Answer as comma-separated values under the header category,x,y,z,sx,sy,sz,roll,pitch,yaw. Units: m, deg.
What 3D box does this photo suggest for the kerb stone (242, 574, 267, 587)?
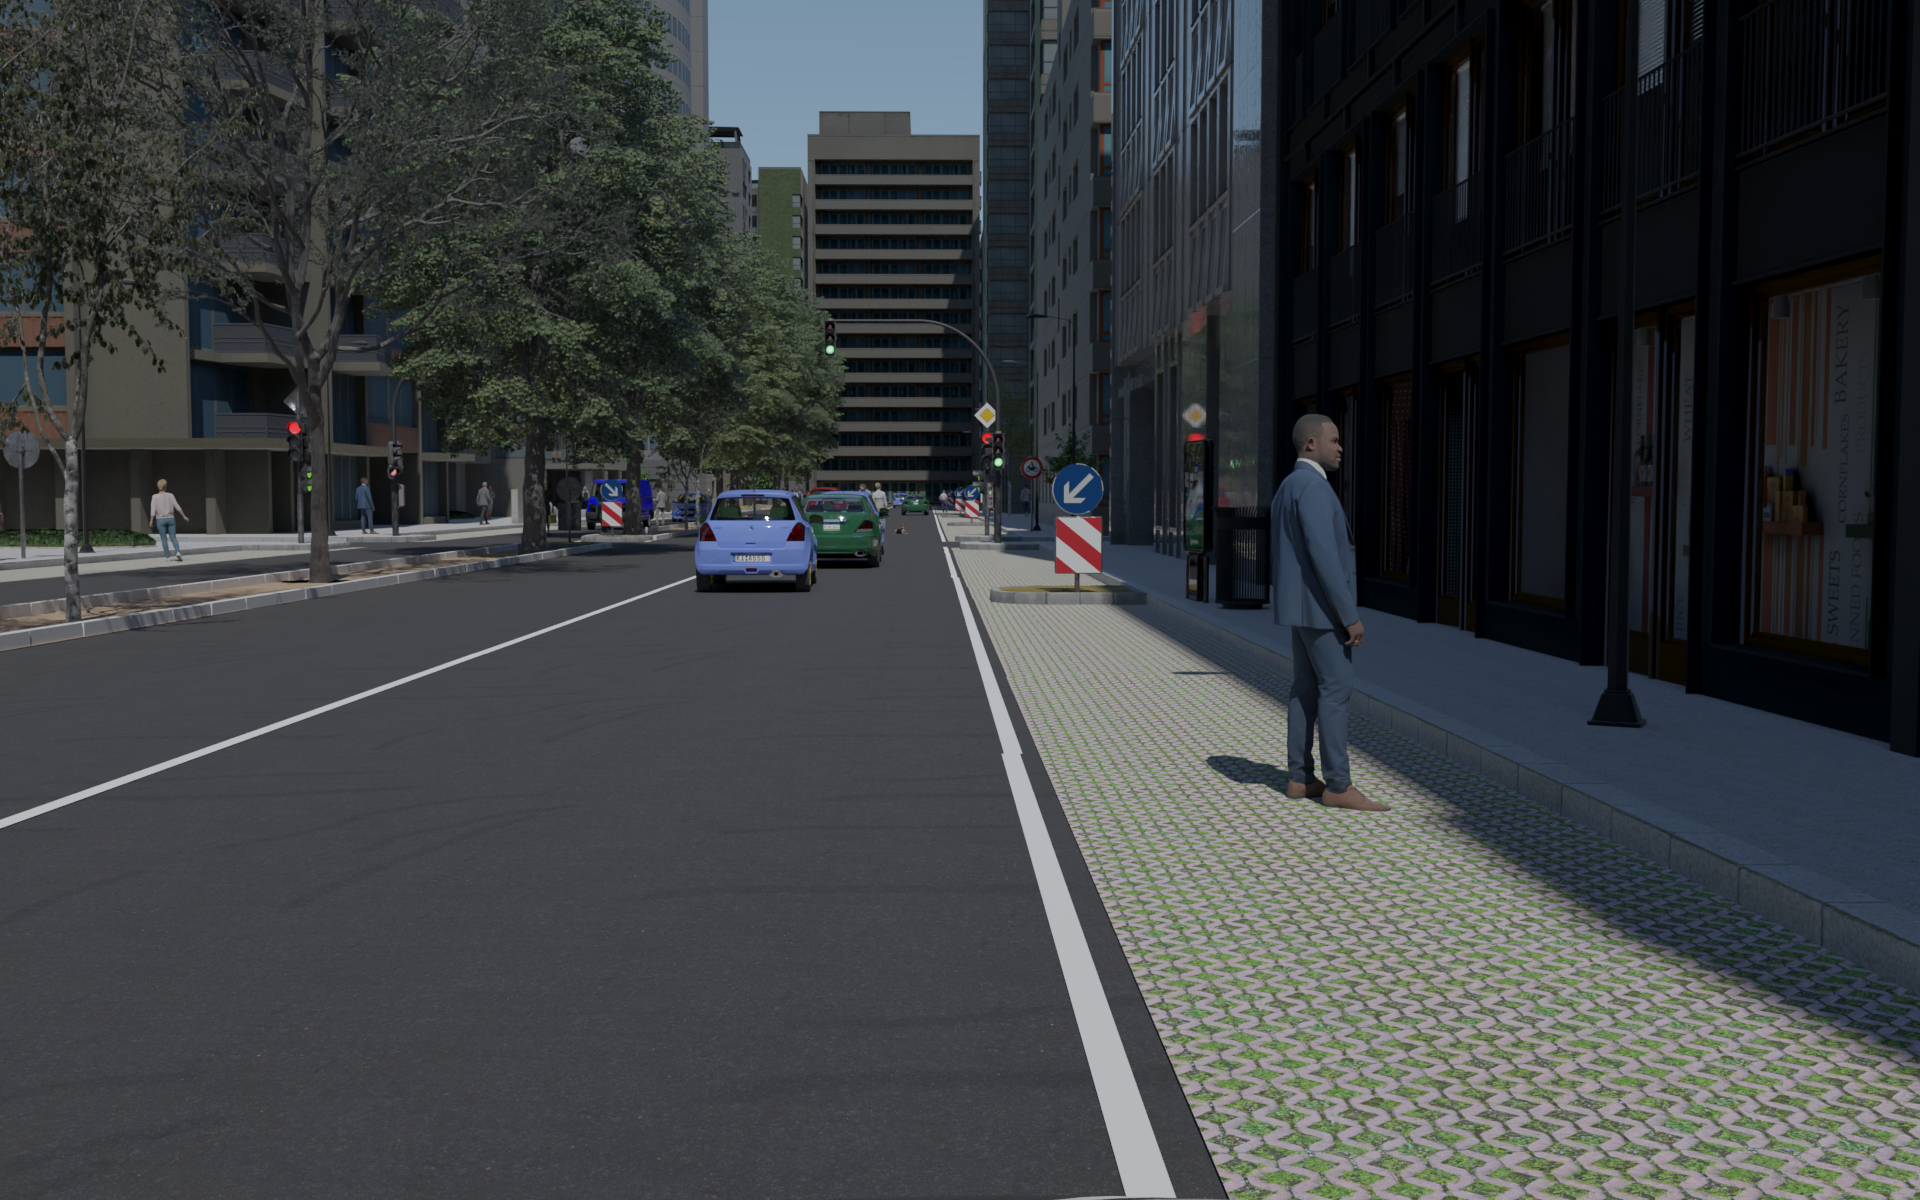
category,x,y,z,sx,sy,sz,roll,pitch,yaw
kerb stone,-11.085,-0.290,26.978,0.120,0.150,1.000,0,4,-1

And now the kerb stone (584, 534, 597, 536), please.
category,x,y,z,sx,sy,sz,roll,pitch,yaw
kerb stone,-11.578,-1.954,54.138,0.120,0.150,1.000,0,4,-1

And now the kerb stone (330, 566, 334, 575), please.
category,x,y,z,sx,sy,sz,roll,pitch,yaw
kerb stone,-11.136,-0.481,30.052,0.120,0.150,1.000,0,4,-1

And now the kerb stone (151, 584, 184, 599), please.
category,x,y,z,sx,sy,sz,roll,pitch,yaw
kerb stone,-11.024,-0.101,23.907,0.120,0.150,1.000,0,4,-1

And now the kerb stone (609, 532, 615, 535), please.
category,x,y,z,sx,sy,sz,roll,pitch,yaw
kerb stone,-11.635,-2.141,57.207,0.120,0.150,1.000,0,4,-1

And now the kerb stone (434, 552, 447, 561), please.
category,x,y,z,sx,sy,sz,roll,pitch,yaw
kerb stone,-11.270,-0.919,37.217,0.120,0.150,1.000,0,4,-1

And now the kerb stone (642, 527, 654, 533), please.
category,x,y,z,sx,sy,sz,roll,pitch,yaw
kerb stone,-11.785,-2.638,65.434,0.120,0.150,1.000,0,4,-1

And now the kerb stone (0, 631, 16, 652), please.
category,x,y,z,sx,sy,sz,roll,pitch,yaw
kerb stone,-8.775,0.395,15.744,0.120,0.150,1.000,0,4,-1

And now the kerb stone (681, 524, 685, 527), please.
category,x,y,z,sx,sy,sz,roll,pitch,yaw
kerb stone,-11.930,-3.146,73.640,0.120,0.150,1.000,0,4,-1

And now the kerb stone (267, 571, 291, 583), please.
category,x,y,z,sx,sy,sz,roll,pitch,yaw
kerb stone,-11.102,-0.355,28.006,0.120,0.150,1.000,0,4,-1

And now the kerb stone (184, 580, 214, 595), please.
category,x,y,z,sx,sy,sz,roll,pitch,yaw
kerb stone,-11.048,-0.162,24.934,0.120,0.150,1.000,0,4,-1

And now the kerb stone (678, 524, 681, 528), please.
category,x,y,z,sx,sy,sz,roll,pitch,yaw
kerb stone,-11.919,-3.084,72.617,0.120,0.150,1.000,0,4,-1

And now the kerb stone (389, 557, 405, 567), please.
category,x,y,z,sx,sy,sz,roll,pitch,yaw
kerb stone,-11.212,-0.731,34.144,0.120,0.150,1.000,0,4,-1

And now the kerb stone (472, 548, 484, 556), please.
category,x,y,z,sx,sy,sz,roll,pitch,yaw
kerb stone,-11.321,-1.104,40.294,0.120,0.150,1.000,0,4,-1

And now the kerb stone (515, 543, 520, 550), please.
category,x,y,z,sx,sy,sz,roll,pitch,yaw
kerb stone,-11.394,-1.358,44.401,0.120,0.150,1.000,0,4,-1

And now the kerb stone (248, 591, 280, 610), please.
category,x,y,z,sx,sy,sz,roll,pitch,yaw
kerb stone,-8.884,0.018,21.899,0.120,0.150,1.000,0,4,-1

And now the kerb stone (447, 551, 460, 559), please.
category,x,y,z,sx,sy,sz,roll,pitch,yaw
kerb stone,-11.286,-0.981,38.238,0.120,0.150,1.000,0,4,-1

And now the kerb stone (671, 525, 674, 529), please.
category,x,y,z,sx,sy,sz,roll,pitch,yaw
kerb stone,-11.873,-2.958,70.570,0.120,0.150,1.000,0,4,-1

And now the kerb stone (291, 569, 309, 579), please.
category,x,y,z,sx,sy,sz,roll,pitch,yaw
kerb stone,-11.115,-0.418,29.028,0.120,0.150,1.000,0,4,-1

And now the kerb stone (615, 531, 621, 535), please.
category,x,y,z,sx,sy,sz,roll,pitch,yaw
kerb stone,-11.649,-2.204,58.233,0.120,0.150,1.000,0,4,-1

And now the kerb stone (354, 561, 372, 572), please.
category,x,y,z,sx,sy,sz,roll,pitch,yaw
kerb stone,-11.174,-0.606,32.098,0.120,0.150,1.000,0,4,-1

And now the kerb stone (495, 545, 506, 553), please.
category,x,y,z,sx,sy,sz,roll,pitch,yaw
kerb stone,-11.359,-1.233,42.358,0.120,0.150,1.000,0,4,-1

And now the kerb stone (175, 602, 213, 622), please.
category,x,y,z,sx,sy,sz,roll,pitch,yaw
kerb stone,-8.855,0.150,19.843,0.120,0.150,1.000,0,4,-1

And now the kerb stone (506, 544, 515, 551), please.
category,x,y,z,sx,sy,sz,roll,pitch,yaw
kerb stone,-11.382,-1.294,43.379,0.120,0.150,1.000,0,4,-1

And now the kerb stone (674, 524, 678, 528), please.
category,x,y,z,sx,sy,sz,roll,pitch,yaw
kerb stone,-11.889,-3.021,71.592,0.120,0.150,1.000,0,4,-1

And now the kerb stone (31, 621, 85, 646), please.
category,x,y,z,sx,sy,sz,roll,pitch,yaw
kerb stone,-8.803,0.332,16.766,0.120,0.150,1.000,0,4,-1

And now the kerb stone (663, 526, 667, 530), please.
category,x,y,z,sx,sy,sz,roll,pitch,yaw
kerb stone,-11.835,-2.833,68.517,0.120,0.150,1.000,0,4,-1

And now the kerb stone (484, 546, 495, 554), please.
category,x,y,z,sx,sy,sz,roll,pitch,yaw
kerb stone,-11.337,-1.170,41.325,0.120,0.150,1.000,0,4,-1

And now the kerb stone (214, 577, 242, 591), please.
category,x,y,z,sx,sy,sz,roll,pitch,yaw
kerb stone,-11.064,-0.225,25.956,0.120,0.150,1.000,0,4,-1

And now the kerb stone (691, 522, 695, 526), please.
category,x,y,z,sx,sy,sz,roll,pitch,yaw
kerb stone,-11.981,-3.334,76.707,0.120,0.150,1.000,0,4,-1

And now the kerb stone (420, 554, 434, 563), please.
category,x,y,z,sx,sy,sz,roll,pitch,yaw
kerb stone,-11.243,-0.856,36.195,0.120,0.150,1.000,0,4,-1

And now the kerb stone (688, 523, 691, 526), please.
category,x,y,z,sx,sy,sz,roll,pitch,yaw
kerb stone,-11.974,-3.266,75.684,0.120,0.150,1.000,0,4,-1

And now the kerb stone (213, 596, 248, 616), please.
category,x,y,z,sx,sy,sz,roll,pitch,yaw
kerb stone,-8.865,0.081,20.871,0.120,0.150,1.000,0,4,-1

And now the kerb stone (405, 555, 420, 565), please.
category,x,y,z,sx,sy,sz,roll,pitch,yaw
kerb stone,-11.232,-0.794,35.173,0.120,0.150,1.000,0,4,-1

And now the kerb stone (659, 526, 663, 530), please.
category,x,y,z,sx,sy,sz,roll,pitch,yaw
kerb stone,-11.817,-2.771,67.495,0.120,0.150,1.000,0,4,-1

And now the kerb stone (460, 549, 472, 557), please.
category,x,y,z,sx,sy,sz,roll,pitch,yaw
kerb stone,-11.311,-1.044,39.268,0.120,0.150,1.000,0,4,-1

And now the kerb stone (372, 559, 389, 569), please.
category,x,y,z,sx,sy,sz,roll,pitch,yaw
kerb stone,-11.192,-0.667,33.122,0.120,0.150,1.000,0,4,-1

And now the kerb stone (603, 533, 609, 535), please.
category,x,y,z,sx,sy,sz,roll,pitch,yaw
kerb stone,-11.612,-2.079,56.182,0.120,0.150,1.000,0,4,-1

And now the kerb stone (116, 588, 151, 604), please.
category,x,y,z,sx,sy,sz,roll,pitch,yaw
kerb stone,-11.012,-0.042,22.876,0.120,0.150,1.000,0,4,-1

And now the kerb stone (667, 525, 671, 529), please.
category,x,y,z,sx,sy,sz,roll,pitch,yaw
kerb stone,-11.860,-2.893,69.548,0.120,0.150,1.000,0,4,-1

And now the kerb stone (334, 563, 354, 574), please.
category,x,y,z,sx,sy,sz,roll,pitch,yaw
kerb stone,-11.152,-0.540,31.074,0.120,0.150,1.000,0,4,-1

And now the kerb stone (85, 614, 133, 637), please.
category,x,y,z,sx,sy,sz,roll,pitch,yaw
kerb stone,-8.813,0.269,17.791,0.120,0.150,1.000,0,4,-1

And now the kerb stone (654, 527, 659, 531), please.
category,x,y,z,sx,sy,sz,roll,pitch,yaw
kerb stone,-11.799,-2.705,66.473,0.120,0.150,1.000,0,4,-1

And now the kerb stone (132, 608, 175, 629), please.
category,x,y,z,sx,sy,sz,roll,pitch,yaw
kerb stone,-8.834,0.207,18.812,0.120,0.150,1.000,0,4,-1

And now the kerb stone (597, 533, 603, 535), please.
category,x,y,z,sx,sy,sz,roll,pitch,yaw
kerb stone,-11.592,-2.014,55.160,0.120,0.150,1.000,0,4,-1
